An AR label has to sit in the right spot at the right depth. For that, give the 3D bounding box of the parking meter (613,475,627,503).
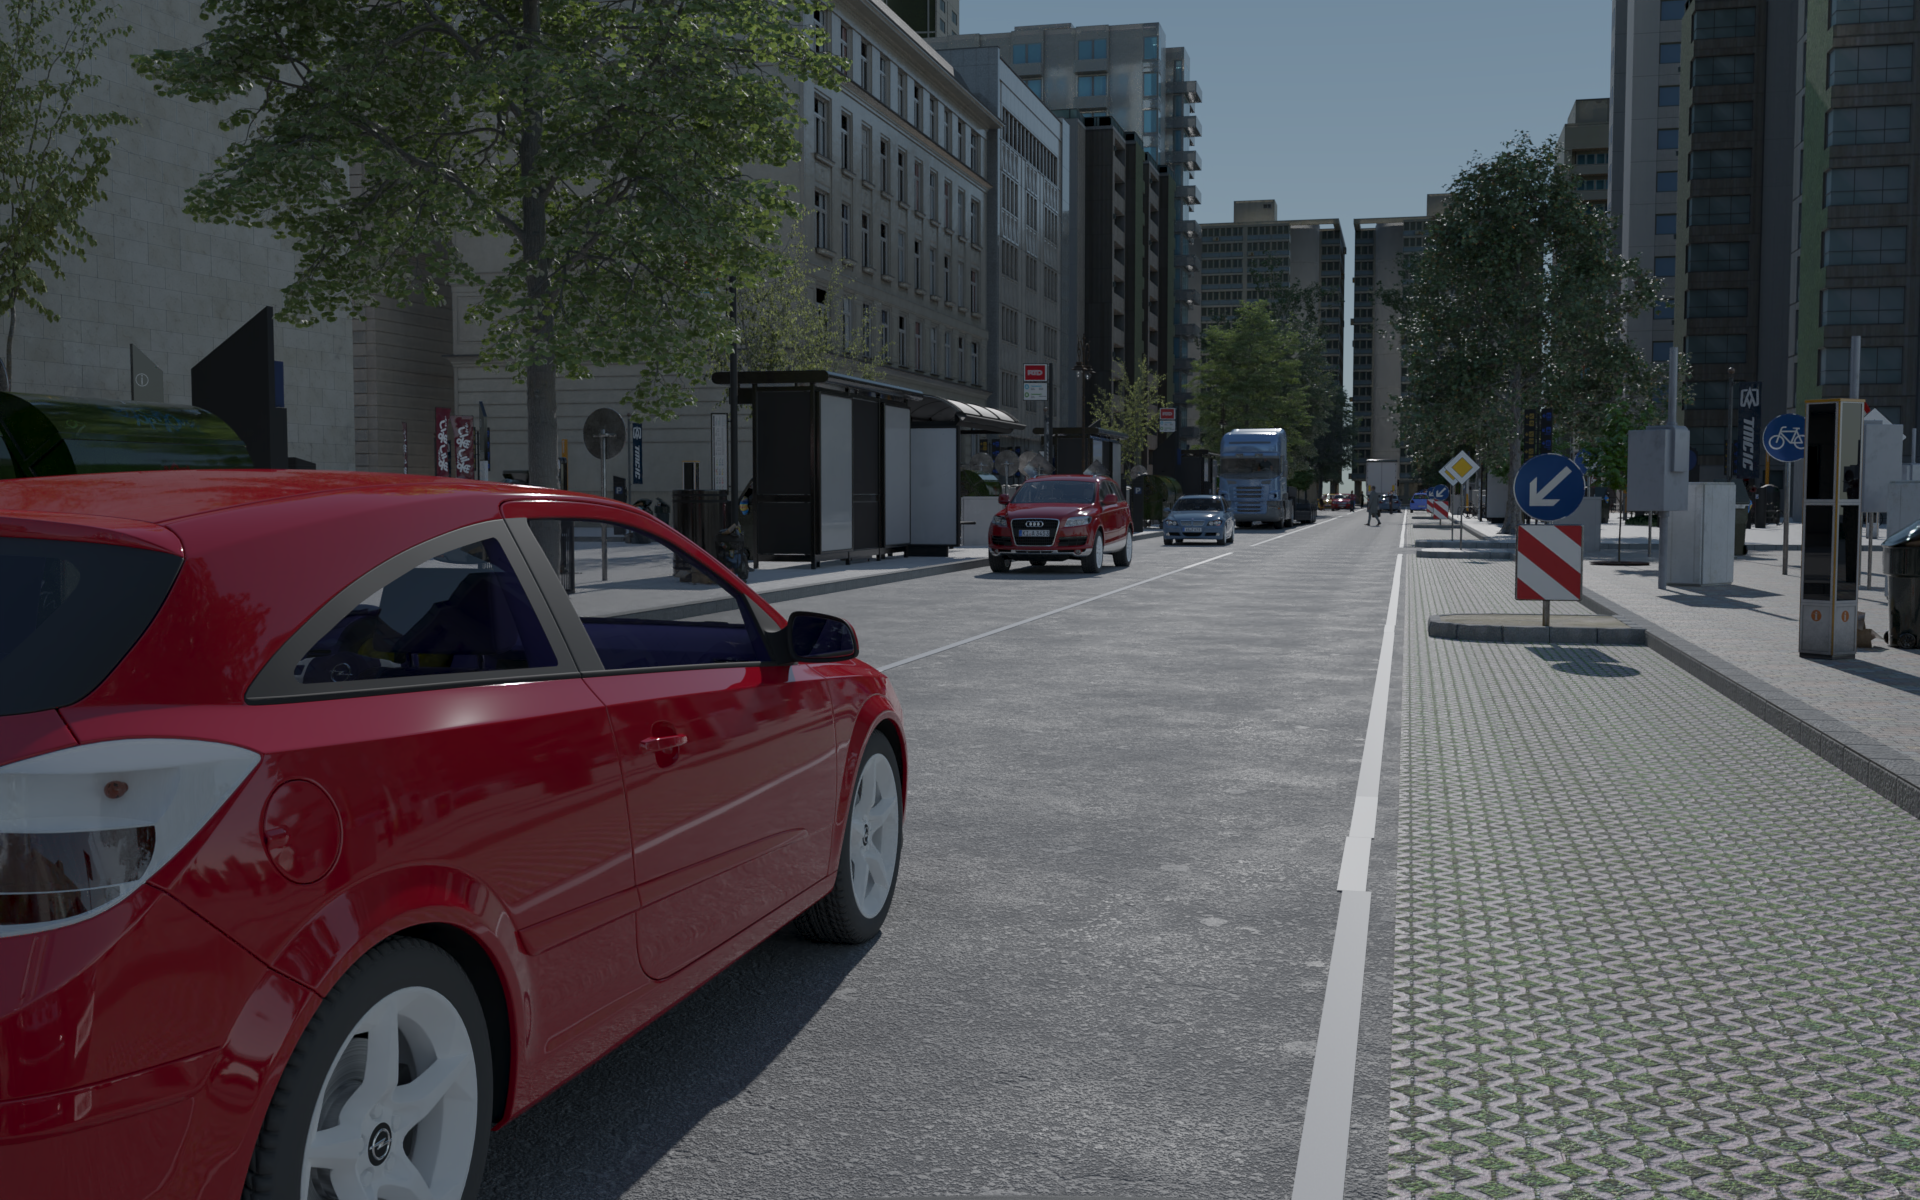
[{"bbox_3d":[-10.673,-2.979,54.416,0.399,1.863,0.255,0,3,0],"label":"parking meter"}]

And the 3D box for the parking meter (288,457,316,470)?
[{"bbox_3d":[-10.465,-1.340,27.621,0.255,1.863,0.399,3,5,40],"label":"parking meter"}]

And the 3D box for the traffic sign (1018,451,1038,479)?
[{"bbox_3d":[2.034,-3.104,50.850,0.768,2.556,0.104,1,4,19],"label":"traffic sign"}]

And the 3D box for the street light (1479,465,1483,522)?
[{"bbox_3d":[24.273,-6.589,80.522,0.468,5.910,1.993,1,4,14],"label":"street light"}]

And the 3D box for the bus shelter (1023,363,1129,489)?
[{"bbox_3d":[3.652,-4.771,55.639,2.179,5.291,8.768,1,4,14],"label":"bus shelter"}]

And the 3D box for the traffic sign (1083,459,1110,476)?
[{"bbox_3d":[3.913,-2.818,49.709,0.795,2.450,0.064,1,4,14],"label":"traffic sign"}]

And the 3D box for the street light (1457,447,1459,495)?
[{"bbox_3d":[34.080,-8.913,118.510,0.468,5.910,1.993,1,4,14],"label":"street light"}]

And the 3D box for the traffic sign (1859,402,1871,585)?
[{"bbox_3d":[12.649,-1.487,24.318,0.884,2.594,0.081,1,4,23],"label":"traffic sign"}]

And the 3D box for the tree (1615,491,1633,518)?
[{"bbox_3d":[36.220,-6.711,93.432,4.285,4.588,4.351,0,3,0],"label":"tree"}]

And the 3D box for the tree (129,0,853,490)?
[{"bbox_3d":[-4.892,-6.179,19.162,7.486,12.596,7.792,0,3,0],"label":"tree"}]

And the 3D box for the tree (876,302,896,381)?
[{"bbox_3d":[-4.268,-6.286,53.143,4.360,8.622,3.978,0,3,0],"label":"tree"}]

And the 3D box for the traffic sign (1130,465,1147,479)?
[{"bbox_3d":[7.828,-4.641,75.981,0.768,2.556,0.104,1,4,16],"label":"traffic sign"}]

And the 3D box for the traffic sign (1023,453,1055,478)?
[{"bbox_3d":[1.912,-2.345,41.978,0.795,2.450,0.064,1,4,14],"label":"traffic sign"}]

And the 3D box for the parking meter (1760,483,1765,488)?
[{"bbox_3d":[41.592,-5.128,89.558,0.399,1.863,0.255,3,5,43],"label":"parking meter"}]

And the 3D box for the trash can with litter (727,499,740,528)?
[{"bbox_3d":[-7.357,-2.702,55.559,0.624,1.170,1.055,3,5,41],"label":"trash can with litter"}]

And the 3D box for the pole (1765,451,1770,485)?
[{"bbox_3d":[37.754,-5.331,81.000,0.158,3.312,0.155,0,3,0],"label":"pole"}]

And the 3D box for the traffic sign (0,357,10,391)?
[{"bbox_3d":[-8.245,-0.879,14.478,0.768,2.556,0.104,1,4,20],"label":"traffic sign"}]

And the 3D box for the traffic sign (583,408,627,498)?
[{"bbox_3d":[-5.264,-1.558,25.586,0.768,2.556,0.104,2,4,24],"label":"traffic sign"}]

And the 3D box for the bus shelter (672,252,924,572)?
[{"bbox_3d":[-2.871,-3.257,30.880,2.179,5.291,8.768,1,4,14],"label":"bus shelter"}]

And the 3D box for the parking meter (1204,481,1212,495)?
[{"bbox_3d":[11.269,-4.468,78.769,0.255,1.863,0.399,2,4,34],"label":"parking meter"}]

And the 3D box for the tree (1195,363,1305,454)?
[{"bbox_3d":[18.618,-10.779,110.643,7.601,10.594,8.767,-1,4,-20],"label":"tree"}]

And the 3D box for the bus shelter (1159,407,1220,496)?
[{"bbox_3d":[10.971,-6.437,82.876,2.179,5.291,8.768,1,4,14],"label":"bus shelter"}]

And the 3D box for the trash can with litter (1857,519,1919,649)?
[{"bbox_3d":[7.764,-0.187,14.438,1.055,1.170,0.624,1,4,12],"label":"trash can with litter"}]

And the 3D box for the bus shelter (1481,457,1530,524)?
[{"bbox_3d":[23.087,-4.835,72.979,2.014,3.302,5.546,1,4,14],"label":"bus shelter"}]

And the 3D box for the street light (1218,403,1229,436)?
[{"bbox_3d":[13.356,-7.044,87.961,0.468,5.910,1.993,1,4,14],"label":"street light"}]

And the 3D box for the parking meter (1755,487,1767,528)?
[{"bbox_3d":[30.073,-3.464,65.041,0.372,1.533,0.369,0,3,0],"label":"parking meter"}]

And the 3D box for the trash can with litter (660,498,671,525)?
[{"bbox_3d":[-10.206,-3.025,60.848,1.055,1.170,0.624,0,4,2],"label":"trash can with litter"}]

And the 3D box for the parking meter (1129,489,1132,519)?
[{"bbox_3d":[8.159,-4.525,82.391,0.372,1.533,0.369,0,3,0],"label":"parking meter"}]

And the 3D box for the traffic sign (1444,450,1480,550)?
[{"bbox_3d":[11.438,-2.193,39.501,0.795,2.450,0.064,1,4,14],"label":"traffic sign"}]

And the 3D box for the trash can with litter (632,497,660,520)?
[{"bbox_3d":[-8.379,-2.041,44.756,0.624,1.170,1.055,-3,5,-41],"label":"trash can with litter"}]

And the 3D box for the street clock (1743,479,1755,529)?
[{"bbox_3d":[28.951,-3.611,63.611,0.358,2.002,0.471,0,4,-2],"label":"street clock"}]

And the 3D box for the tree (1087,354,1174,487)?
[{"bbox_3d":[8.929,-8.566,90.424,4.360,8.622,3.978,0,3,0],"label":"tree"}]

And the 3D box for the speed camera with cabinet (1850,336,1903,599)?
[{"bbox_3d":[11.535,-1.639,21.138,0.660,3.252,2.038,-1,4,-12],"label":"speed camera with cabinet"}]

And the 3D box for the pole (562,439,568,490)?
[{"bbox_3d":[-14.685,-4.317,64.420,0.158,3.312,0.155,0,3,0],"label":"pole"}]

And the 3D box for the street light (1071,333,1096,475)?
[{"bbox_3d":[3.560,-4.721,49.981,0.468,5.910,1.993,1,4,14],"label":"street light"}]

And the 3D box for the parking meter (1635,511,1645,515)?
[{"bbox_3d":[28.689,-3.953,73.039,0.372,1.533,0.369,0,3,0],"label":"parking meter"}]

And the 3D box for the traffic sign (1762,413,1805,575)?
[{"bbox_3d":[13.117,-1.673,27.461,0.768,2.556,0.104,1,4,20],"label":"traffic sign"}]

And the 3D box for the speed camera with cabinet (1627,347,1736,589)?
[{"bbox_3d":[10.025,-1.816,24.027,2.038,3.252,0.660,-3,5,-40],"label":"speed camera with cabinet"}]

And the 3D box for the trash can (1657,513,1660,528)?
[{"bbox_3d":[25.636,-3.132,62.855,0.748,1.137,0.748,0,3,0],"label":"trash can"}]

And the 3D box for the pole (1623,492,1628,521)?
[{"bbox_3d":[31.921,-5.455,83.036,0.158,3.312,0.155,0,3,0],"label":"pole"}]

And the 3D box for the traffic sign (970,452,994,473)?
[{"bbox_3d":[0.641,-3.222,52.779,0.768,2.556,0.104,1,4,15],"label":"traffic sign"}]

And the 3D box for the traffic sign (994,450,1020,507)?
[{"bbox_3d":[1.346,-3.059,50.125,0.768,2.556,0.104,1,4,20],"label":"traffic sign"}]

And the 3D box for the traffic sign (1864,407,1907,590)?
[{"bbox_3d":[12.186,-1.344,23.152,0.795,2.450,0.064,1,4,17],"label":"traffic sign"}]

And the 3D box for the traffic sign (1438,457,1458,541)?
[{"bbox_3d":[13.439,-2.666,47.232,0.795,2.450,0.064,1,4,14],"label":"traffic sign"}]

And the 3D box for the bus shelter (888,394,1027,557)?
[{"bbox_3d":[-0.130,-2.684,37.815,2.014,3.302,5.546,1,4,15],"label":"bus shelter"}]

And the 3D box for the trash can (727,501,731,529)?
[{"bbox_3d":[-5.128,-1.540,36.830,0.748,1.137,0.748,0,3,0],"label":"trash can"}]

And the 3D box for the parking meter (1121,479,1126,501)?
[{"bbox_3d":[6.324,-3.786,67.619,0.255,1.863,0.399,-1,4,-13],"label":"parking meter"}]

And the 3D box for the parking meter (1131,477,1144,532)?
[{"bbox_3d":[5.966,-3.213,58.248,0.399,1.863,0.255,0,4,5],"label":"parking meter"}]

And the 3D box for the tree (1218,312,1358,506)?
[{"bbox_3d":[22.032,-13.216,122.743,9.857,13.997,8.962,0,3,0],"label":"tree"}]

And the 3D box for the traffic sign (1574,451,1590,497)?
[{"bbox_3d":[17.039,-2.865,46.954,0.768,2.556,0.104,1,4,22],"label":"traffic sign"}]

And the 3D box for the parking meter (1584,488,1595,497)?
[{"bbox_3d":[23.599,-3.457,64.931,0.372,1.533,0.369,0,3,0],"label":"parking meter"}]

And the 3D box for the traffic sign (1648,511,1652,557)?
[{"bbox_3d":[14.085,-2.160,35.313,0.884,2.594,0.081,1,4,22],"label":"traffic sign"}]

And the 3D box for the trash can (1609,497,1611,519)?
[{"bbox_3d":[31.657,-4.501,85.248,0.748,1.137,0.748,0,3,0],"label":"trash can"}]
